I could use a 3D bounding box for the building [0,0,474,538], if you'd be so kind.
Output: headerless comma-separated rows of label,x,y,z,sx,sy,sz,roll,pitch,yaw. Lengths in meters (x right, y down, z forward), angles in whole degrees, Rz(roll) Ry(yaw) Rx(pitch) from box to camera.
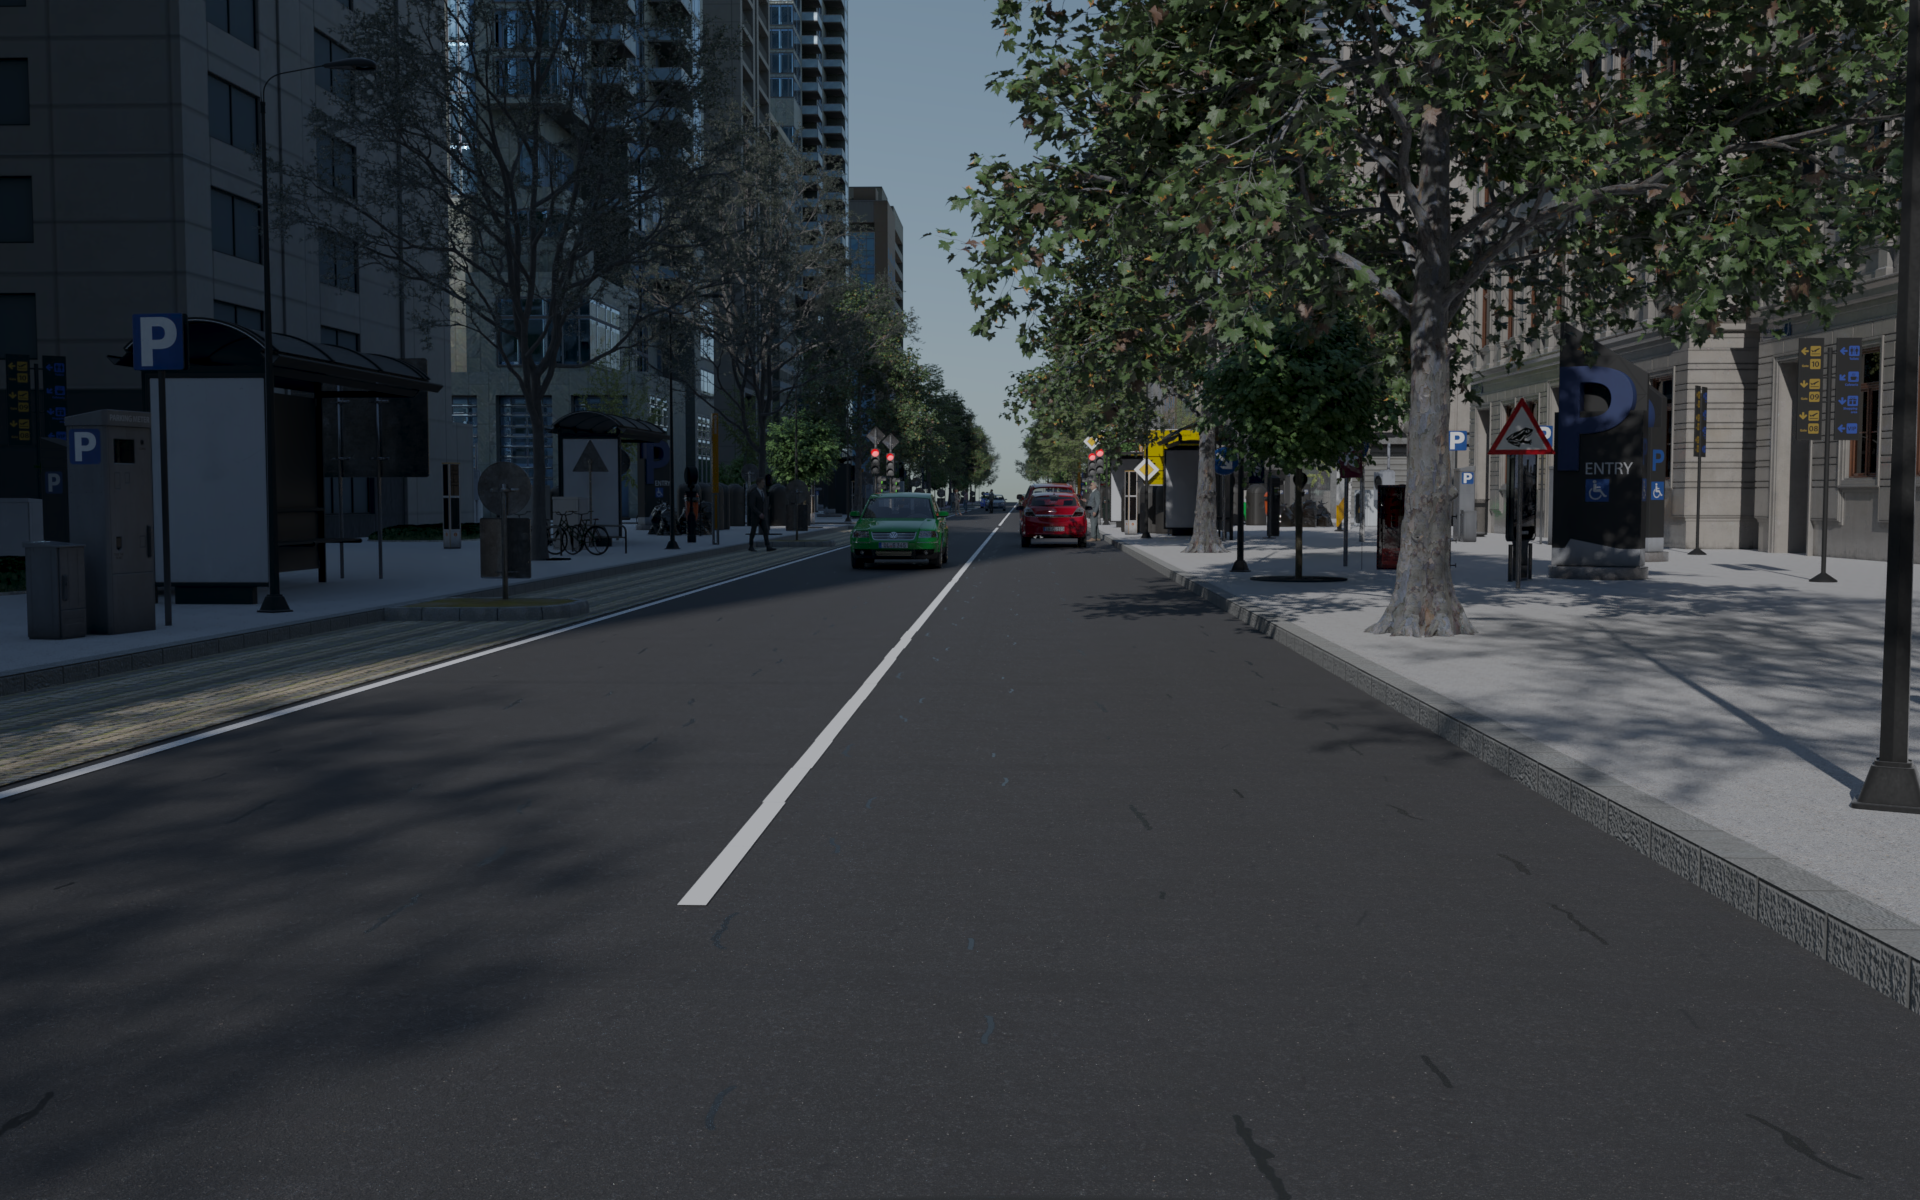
building,-27.793,-37.361,49.101,20.611,71.187,20.563,0,4,2

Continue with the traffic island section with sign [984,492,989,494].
traffic island section with sign,3.584,-15.448,261.200,1.989,1.847,2.006,0,4,2

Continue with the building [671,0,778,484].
building,-23.843,-42.844,138.753,20.563,71.187,20.611,0,4,2

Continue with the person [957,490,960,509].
person,-0.221,-9.384,161.951,0.705,1.821,1.348,0,4,-6

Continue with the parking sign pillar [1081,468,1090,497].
parking sign pillar,10.032,-8.976,135.229,1.447,3.967,1.447,-3,5,-39

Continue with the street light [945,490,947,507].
street light,-1.735,-11.236,156.253,1.470,5.913,1.316,0,4,2

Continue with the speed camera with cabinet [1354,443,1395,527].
speed camera with cabinet,16.257,-4.502,67.948,0.660,3.252,2.038,-1,4,-19

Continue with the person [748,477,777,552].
person,-4.918,-2.116,42.881,0.755,1.850,0.659,2,4,29

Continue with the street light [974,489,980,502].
street light,2.166,-17.715,262.183,1.470,5.913,1.316,0,4,2

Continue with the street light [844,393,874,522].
street light,-4.634,-6.566,79.890,1.470,5.913,1.316,0,4,2

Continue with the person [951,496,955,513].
person,-0.417,-7.122,127.537,0.503,1.515,0.523,-1,4,-15

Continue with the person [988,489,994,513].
person,2.312,-7.384,129.412,0.473,1.802,0.592,2,4,23

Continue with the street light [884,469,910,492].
street light,-3.856,-7.904,101.774,1.470,5.913,1.316,0,4,2

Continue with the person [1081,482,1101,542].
person,3.985,-2.677,52.452,0.590,1.801,0.661,-1,4,-10

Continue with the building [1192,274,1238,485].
building,26.295,-18.350,141.820,13.314,21.916,24.055,0,4,2

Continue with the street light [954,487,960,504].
street light,-0.997,-12.566,177.991,1.470,5.913,1.316,0,4,2

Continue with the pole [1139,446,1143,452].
pole,7.498,-4.764,71.728,0.158,3.312,0.155,0,3,0

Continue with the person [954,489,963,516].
person,-0.115,-6.491,114.903,0.573,1.790,0.520,0,4,3

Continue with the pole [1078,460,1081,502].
pole,6.983,-6.582,101.458,0.158,3.312,0.155,0,3,0

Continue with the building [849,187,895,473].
building,-16.993,-37.098,256.660,14.600,45.320,14.200,0,4,2

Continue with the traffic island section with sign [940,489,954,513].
traffic island section with sign,-1.349,-7.409,129.767,1.989,1.847,2.006,0,4,2

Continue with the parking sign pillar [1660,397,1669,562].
parking sign pillar,12.857,-2.736,33.205,1.447,3.967,1.447,-2,4,-28

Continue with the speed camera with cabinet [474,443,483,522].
speed camera with cabinet,-19.105,-4.503,67.958,0.660,3.252,2.038,-1,4,-12

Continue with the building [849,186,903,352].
building,-20.351,-39.848,275.220,21.300,48.544,21.600,0,4,2

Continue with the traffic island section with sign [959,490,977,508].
traffic island section with sign,0.513,-10.436,179.252,1.989,1.847,2.006,0,4,2

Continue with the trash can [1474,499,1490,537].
trash can,15.460,-2.455,51.793,0.748,1.137,0.748,0,3,0

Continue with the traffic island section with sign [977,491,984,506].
traffic island section with sign,1.537,-12.092,206.333,1.989,1.847,2.006,0,4,2

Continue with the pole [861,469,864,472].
pole,-7.754,-8.833,138.262,0.158,3.312,0.155,0,3,0

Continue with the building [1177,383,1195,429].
building,28.074,-24.303,169.056,14.160,30.474,14.107,0,4,2

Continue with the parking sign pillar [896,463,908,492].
parking sign pillar,-4.661,-8.830,132.845,1.447,3.967,1.447,-1,4,-22

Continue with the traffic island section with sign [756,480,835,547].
traffic island section with sign,-4.446,-2.364,47.279,1.989,1.847,2.006,0,4,2

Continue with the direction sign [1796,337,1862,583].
direction sign,12.595,-2.029,25.165,0.876,3.537,0.379,0,4,4

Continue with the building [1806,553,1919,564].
building,22.322,-11.728,27.904,11.583,22.565,21.152,0,4,2

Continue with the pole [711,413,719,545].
pole,-6.190,-3.054,43.781,0.158,3.312,0.155,0,3,0

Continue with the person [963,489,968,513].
person,0.414,-7.429,129.978,0.388,1.821,0.555,-2,4,-32

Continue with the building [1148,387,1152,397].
building,32.251,-36.073,273.389,14.154,41.232,14.086,0,4,2

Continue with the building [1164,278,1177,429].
building,29.093,-32.574,182.702,14.600,45.320,14.200,0,4,2

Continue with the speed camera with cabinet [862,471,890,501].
speed camera with cabinet,-5.101,-6.886,106.914,2.038,3.252,0.660,-2,4,-34

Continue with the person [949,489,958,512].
person,-0.532,-7.664,133.784,0.713,1.824,0.794,-1,4,-21

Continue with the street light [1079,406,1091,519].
street light,5.506,-6.046,71.398,1.470,5.913,1.316,0,4,2

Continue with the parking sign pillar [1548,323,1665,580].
parking sign pillar,9.754,-2.318,26.373,1.447,3.967,1.447,2,4,32

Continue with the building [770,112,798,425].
building,-28.991,-29.112,167.863,32.217,40.220,23.993,0,4,2

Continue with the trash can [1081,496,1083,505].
trash can,8.587,-6.551,118.768,0.748,1.137,0.748,0,3,0

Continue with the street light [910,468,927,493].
street light,-3.034,-9.218,123.253,1.470,5.913,1.316,0,4,2

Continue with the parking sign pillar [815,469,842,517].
parking sign pillar,-7.311,-6.631,96.895,1.447,3.967,1.447,-1,4,-16

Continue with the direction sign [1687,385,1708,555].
direction sign,15.566,-2.720,36.470,0.379,3.537,0.876,3,4,37

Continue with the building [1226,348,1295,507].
building,26.258,-19.824,117.635,14.314,27.812,24.014,0,4,2

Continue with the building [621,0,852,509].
building,-22.858,-53.887,193.729,22.319,86.520,31.000,0,4,2

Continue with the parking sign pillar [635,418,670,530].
parking sign pillar,-10.892,-4.493,61.938,1.447,3.967,1.447,3,5,42

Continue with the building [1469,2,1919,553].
building,22.151,-13.020,49.037,11.583,22.565,21.152,0,4,2

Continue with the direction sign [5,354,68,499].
direction sign,-15.032,-2.219,28.276,0.876,3.537,0.379,-3,4,-36

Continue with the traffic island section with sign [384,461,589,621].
traffic island section with sign,-5.463,-0.716,20.343,1.989,1.847,2.006,0,4,2

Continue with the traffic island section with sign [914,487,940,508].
traffic island section with sign,-2.357,-5.762,102.830,1.989,1.847,2.006,0,4,2

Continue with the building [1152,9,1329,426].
building,33.205,-40.479,203.832,21.231,58.520,28.212,0,4,2

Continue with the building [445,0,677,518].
building,-27.058,-48.438,104.639,22.319,86.520,31.000,0,4,2

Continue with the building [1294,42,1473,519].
building,29.402,-16.937,94.949,19.932,24.808,12.078,0,4,2
